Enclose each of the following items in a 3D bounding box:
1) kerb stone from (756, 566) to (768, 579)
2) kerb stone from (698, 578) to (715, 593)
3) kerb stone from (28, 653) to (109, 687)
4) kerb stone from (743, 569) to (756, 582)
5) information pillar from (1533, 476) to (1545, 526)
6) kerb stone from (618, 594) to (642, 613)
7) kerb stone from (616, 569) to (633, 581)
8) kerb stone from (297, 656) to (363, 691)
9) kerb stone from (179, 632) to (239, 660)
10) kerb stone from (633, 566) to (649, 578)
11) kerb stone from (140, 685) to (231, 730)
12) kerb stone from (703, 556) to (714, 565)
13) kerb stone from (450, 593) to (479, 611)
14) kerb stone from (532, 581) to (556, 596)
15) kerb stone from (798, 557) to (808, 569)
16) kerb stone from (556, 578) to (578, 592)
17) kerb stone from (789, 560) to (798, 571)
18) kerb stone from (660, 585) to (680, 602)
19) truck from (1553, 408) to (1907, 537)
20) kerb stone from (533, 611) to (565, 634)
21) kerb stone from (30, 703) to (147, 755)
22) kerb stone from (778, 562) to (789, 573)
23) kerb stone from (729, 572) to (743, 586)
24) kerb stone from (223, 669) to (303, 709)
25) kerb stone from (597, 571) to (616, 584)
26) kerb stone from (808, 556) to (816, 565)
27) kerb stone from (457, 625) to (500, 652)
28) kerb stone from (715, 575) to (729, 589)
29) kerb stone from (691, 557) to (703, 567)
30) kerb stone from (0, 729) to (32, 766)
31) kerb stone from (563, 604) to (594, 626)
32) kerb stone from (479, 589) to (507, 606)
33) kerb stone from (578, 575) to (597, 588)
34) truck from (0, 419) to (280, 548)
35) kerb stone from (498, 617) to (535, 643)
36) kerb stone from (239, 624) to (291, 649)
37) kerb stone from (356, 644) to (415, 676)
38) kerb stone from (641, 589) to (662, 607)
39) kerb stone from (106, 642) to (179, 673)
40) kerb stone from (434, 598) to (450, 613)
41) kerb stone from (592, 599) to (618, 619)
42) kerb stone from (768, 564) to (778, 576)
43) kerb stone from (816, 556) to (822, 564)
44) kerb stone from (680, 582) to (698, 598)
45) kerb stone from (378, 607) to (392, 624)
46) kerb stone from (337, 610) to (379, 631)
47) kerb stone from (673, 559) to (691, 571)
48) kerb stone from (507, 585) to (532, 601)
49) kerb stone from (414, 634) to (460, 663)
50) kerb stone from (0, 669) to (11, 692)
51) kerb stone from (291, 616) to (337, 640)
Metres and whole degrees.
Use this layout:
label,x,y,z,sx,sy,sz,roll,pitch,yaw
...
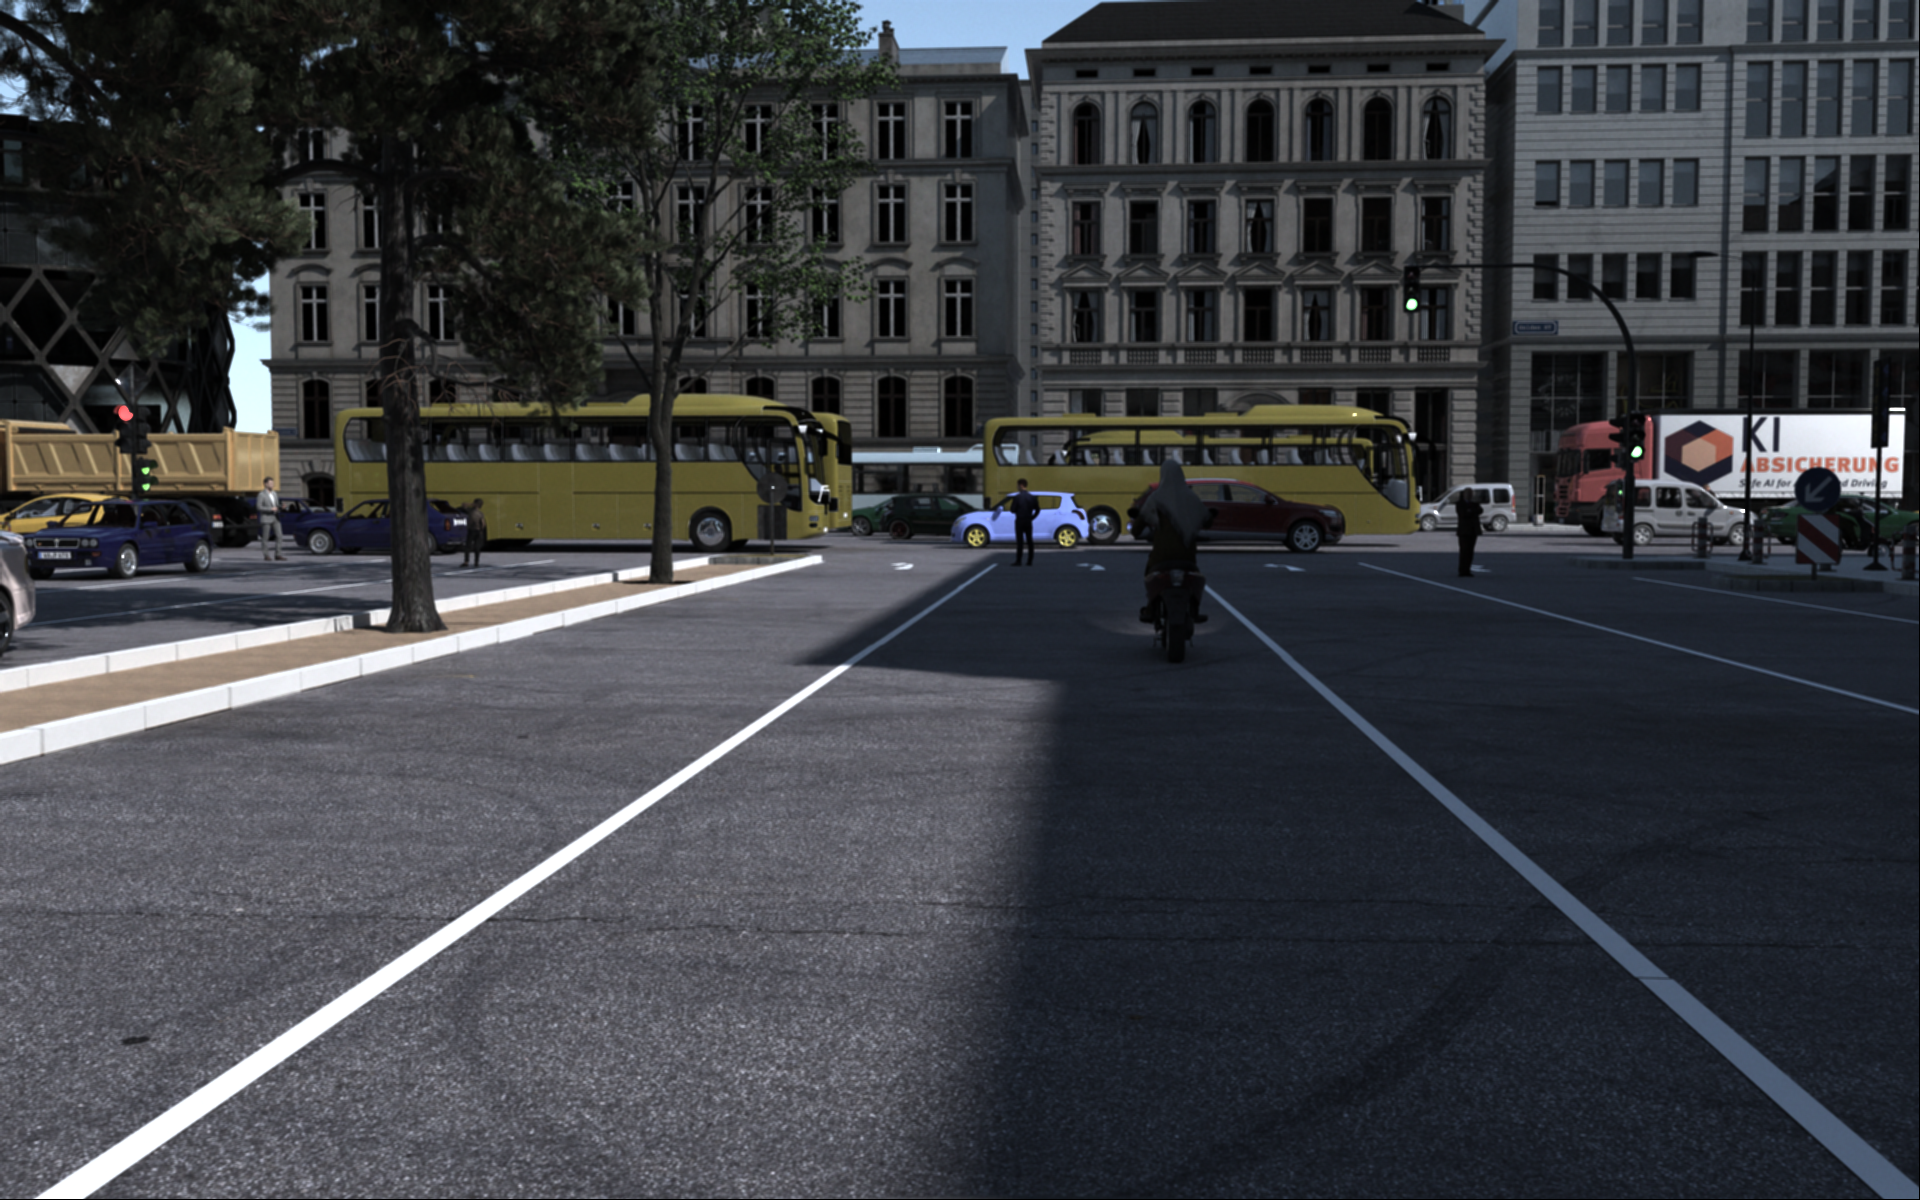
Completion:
label,x,y,z,sx,sy,sz,roll,pitch,yaw
kerb stone,-3.477,-0.447,29.501,0.120,0.150,1.000,0,4,5
kerb stone,-3.805,-0.192,25.382,0.120,0.150,1.000,0,4,5
kerb stone,-6.891,0.547,13.275,0.120,0.150,1.000,0,4,5
kerb stone,-3.560,-0.382,28.463,0.120,0.150,1.000,0,4,5
information pillar,23.240,-3.978,69.527,0.304,2.012,0.304,-1,4,-10
kerb stone,-4.132,0.057,21.268,0.120,0.150,1.000,0,4,5
kerb stone,-5.652,-0.396,28.666,0.120,0.150,1.000,0,4,5
kerb stone,-4.798,0.561,13.067,0.120,0.150,1.000,0,4,5
kerb stone,-6.714,0.420,15.330,0.120,0.150,1.000,0,4,5
kerb stone,-5.569,-0.458,29.690,0.120,0.150,1.000,0,4,5
kerb stone,-4.963,0.685,11.019,0.120,0.150,1.000,0,4,5
kerb stone,-5.166,-0.772,34.820,0.120,0.150,1.000,0,4,5
kerb stone,-6.230,0.044,21.480,0.120,0.150,1.000,0,4,5
kerb stone,-5.982,-0.140,24.562,0.120,0.150,1.000,0,4,5
kerb stone,-3.147,-0.697,33.604,0.120,0.150,1.000,0,4,5
kerb stone,-5.897,-0.208,25.588,0.120,0.150,1.000,0,4,5
kerb stone,-3.235,-0.633,32.576,0.120,0.150,1.000,0,4,5
kerb stone,-3.981,-0.070,23.334,0.120,0.150,1.000,0,4,5
truck,25.081,-4.203,57.633,11.283,4.237,2.839,0,4,3
kerb stone,-4.388,0.247,18.192,0.120,0.150,1.000,0,4,5
kerb stone,-5.038,0.746,9.994,0.120,0.150,1.000,0,4,5
kerb stone,-3.313,-0.572,31.551,0.120,0.150,1.000,0,4,5
kerb stone,-3.640,-0.315,27.440,0.120,0.150,1.000,0,4,5
kerb stone,-4.872,0.621,12.042,0.120,0.150,1.000,0,4,5
kerb stone,-5.732,-0.332,27.638,0.120,0.150,1.000,0,4,5
kerb stone,-3.073,-0.758,34.629,0.120,0.150,1.000,0,4,5
kerb stone,-4.546,0.370,16.142,0.120,0.150,1.000,0,4,5
kerb stone,-3.724,-0.258,26.414,0.120,0.150,1.000,0,4,5
kerb stone,-5.246,-0.709,33.795,0.120,0.150,1.000,0,4,5
kerb stone,-5.122,0.812,8.966,0.120,0.150,1.000,0,4,5
kerb stone,-4.298,0.182,19.216,0.120,0.150,1.000,0,4,5
kerb stone,-6.150,-0.019,22.510,0.120,0.150,1.000,0,4,5
kerb stone,-5.818,-0.269,26.615,0.120,0.150,1.000,0,4,5
truck,-23.235,-3.056,45.884,9.791,3.379,3.469,0,4,6
kerb stone,-4.457,0.308,17.166,0.120,0.150,1.000,0,4,5
kerb stone,-6.635,0.357,16.356,0.120,0.150,1.000,0,4,5
kerb stone,-4.711,0.496,14.090,0.120,0.150,1.000,0,4,5
kerb stone,-4.058,-0.006,22.298,0.120,0.150,1.000,0,4,5
kerb stone,-6.801,0.482,14.307,0.120,0.150,1.000,0,4,5
kerb stone,-6.304,0.106,20.456,0.120,0.150,1.000,0,4,5
kerb stone,-4.222,0.119,20.245,0.120,0.150,1.000,0,4,5
kerb stone,-3.397,-0.506,30.528,0.120,0.150,1.000,0,4,5
kerb stone,-2.983,-0.823,35.652,0.120,0.150,1.000,0,4,5
kerb stone,-3.896,-0.131,24.357,0.120,0.150,1.000,0,4,5
kerb stone,-6.392,0.169,19.429,0.120,0.150,1.000,0,4,5
kerb stone,-6.471,0.235,18.404,0.120,0.150,1.000,0,4,5
kerb stone,-5.322,-0.646,32.765,0.120,0.150,1.000,0,4,5
kerb stone,-6.068,-0.082,23.535,0.120,0.150,1.000,0,4,5
kerb stone,-4.631,0.438,15.119,0.120,0.150,1.000,0,4,5
kerb stone,-6.957,0.609,12.241,0.120,0.150,1.000,0,4,5
kerb stone,-6.553,0.295,17.380,0.120,0.150,1.000,0,4,5
